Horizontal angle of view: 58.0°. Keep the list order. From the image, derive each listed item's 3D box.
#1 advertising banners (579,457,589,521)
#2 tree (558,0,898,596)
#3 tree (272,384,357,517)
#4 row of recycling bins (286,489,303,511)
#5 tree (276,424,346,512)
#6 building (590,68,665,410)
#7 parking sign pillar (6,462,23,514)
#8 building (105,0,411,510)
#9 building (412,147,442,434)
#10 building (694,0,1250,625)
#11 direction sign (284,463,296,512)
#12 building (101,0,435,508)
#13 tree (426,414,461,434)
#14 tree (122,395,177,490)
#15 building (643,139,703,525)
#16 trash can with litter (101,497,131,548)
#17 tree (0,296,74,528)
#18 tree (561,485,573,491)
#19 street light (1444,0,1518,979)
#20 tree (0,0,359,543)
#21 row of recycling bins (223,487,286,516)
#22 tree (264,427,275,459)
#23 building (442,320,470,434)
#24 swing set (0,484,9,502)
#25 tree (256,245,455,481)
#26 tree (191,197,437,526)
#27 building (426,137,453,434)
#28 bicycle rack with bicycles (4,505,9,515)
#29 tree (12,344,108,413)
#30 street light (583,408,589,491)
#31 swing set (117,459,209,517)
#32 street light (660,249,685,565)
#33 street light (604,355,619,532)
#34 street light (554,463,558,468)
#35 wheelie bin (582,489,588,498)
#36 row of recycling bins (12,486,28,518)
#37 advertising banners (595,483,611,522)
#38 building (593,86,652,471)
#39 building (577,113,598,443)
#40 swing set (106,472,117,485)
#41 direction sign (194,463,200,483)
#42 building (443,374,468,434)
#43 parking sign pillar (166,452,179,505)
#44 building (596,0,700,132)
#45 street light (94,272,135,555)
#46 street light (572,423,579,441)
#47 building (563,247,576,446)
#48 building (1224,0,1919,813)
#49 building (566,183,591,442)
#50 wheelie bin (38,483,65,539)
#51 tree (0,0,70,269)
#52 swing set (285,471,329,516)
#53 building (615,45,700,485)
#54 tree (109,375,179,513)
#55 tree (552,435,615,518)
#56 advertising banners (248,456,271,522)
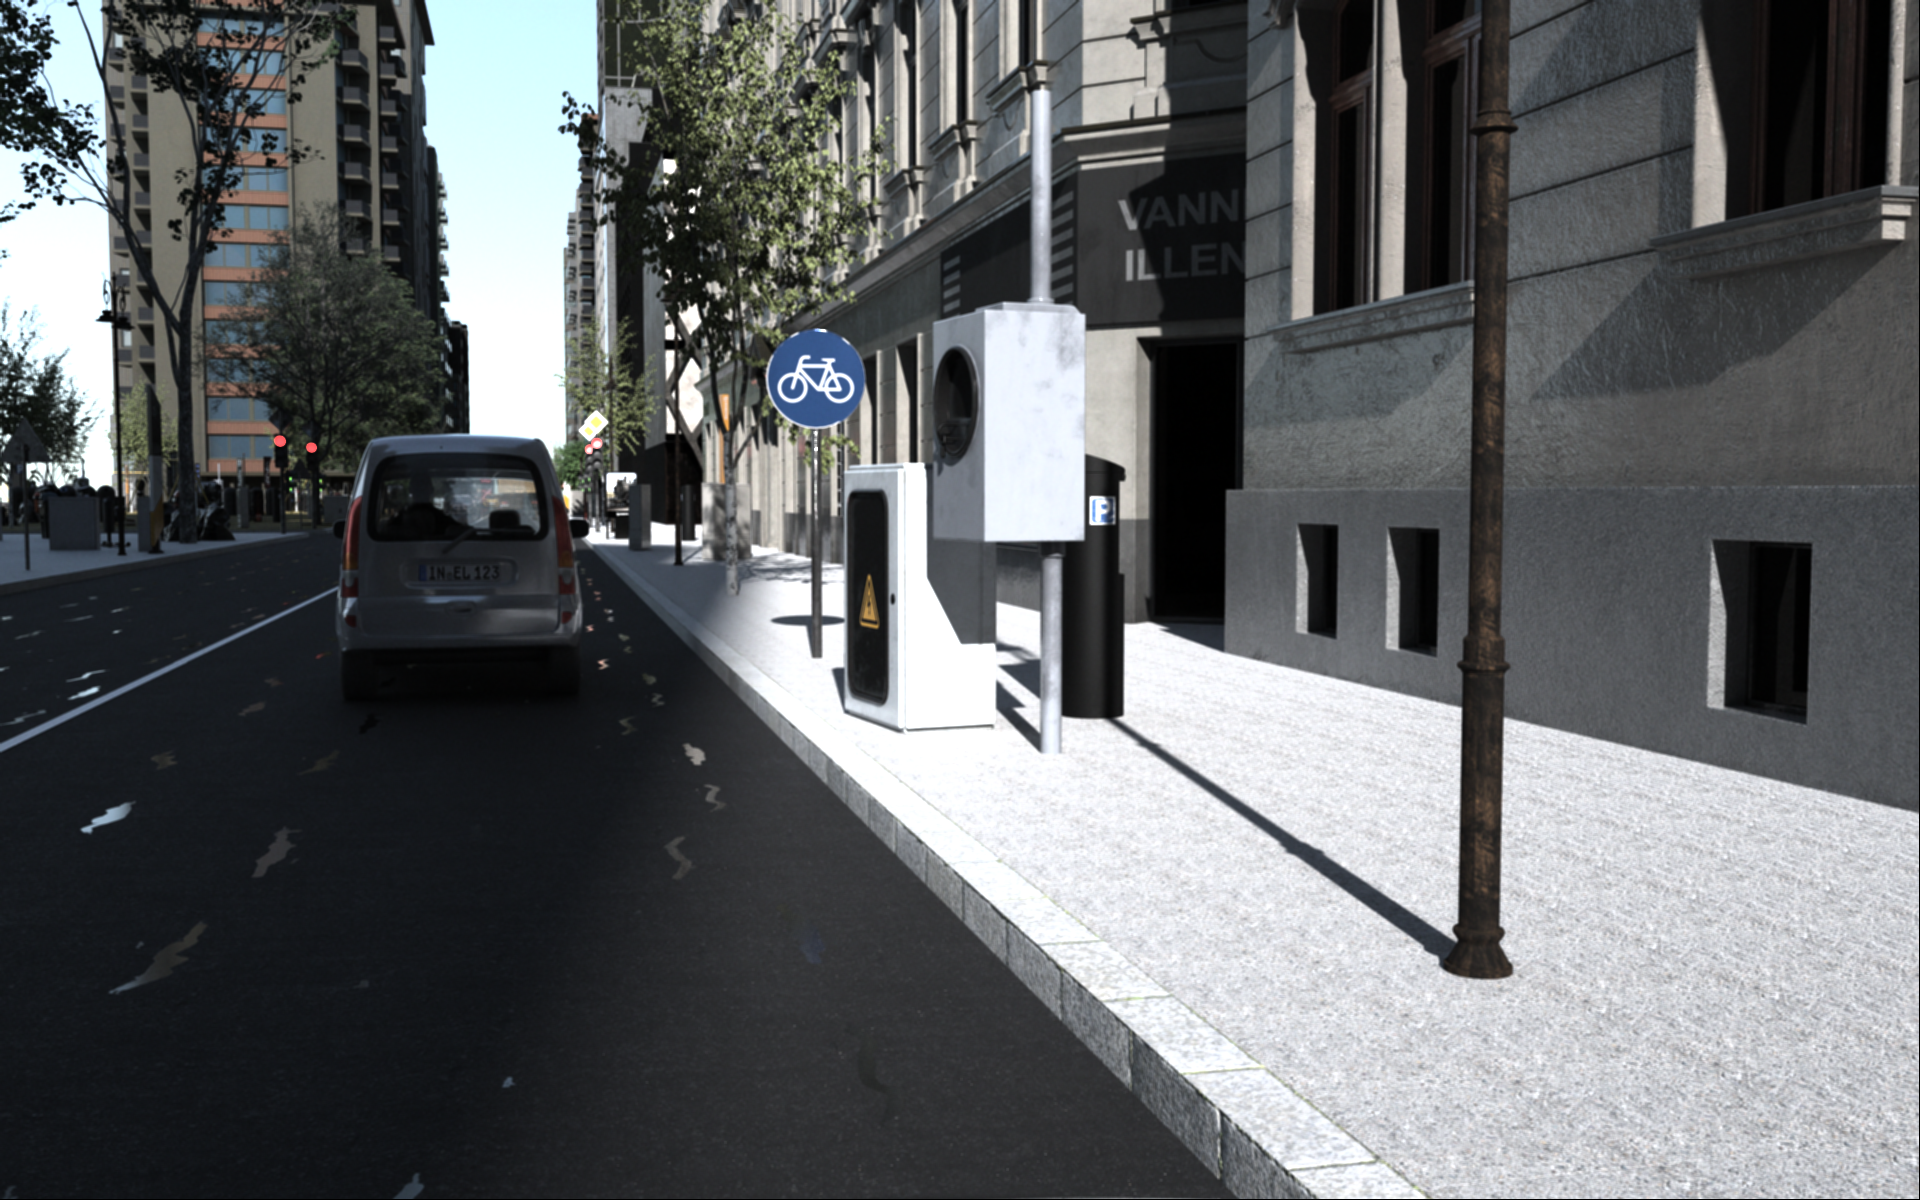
[{"bbox_3d":[-17.927,-5.301,82.853,0.090,3.025,2.074,0,4,2],"label":"advertising banners"},{"bbox_3d":[-2.842,-4.347,21.428,4.737,8.622,4.395,0,3,0],"label":"tree"},{"bbox_3d":[-36.386,-8.981,97.206,4.360,8.622,3.978,0,3,0],"label":"tree"},{"bbox_3d":[-50.754,-7.605,131.459,1.069,1.692,3.534,1,4,13],"label":"row of recycling bins"},{"bbox_3d":[-42.163,-10.004,113.925,4.737,8.622,4.395,0,3,0],"label":"tree"},{"bbox_3d":[-16.851,-28.304,154.647,32.217,40.220,23.993,-1,4,-14],"label":"building"},{"bbox_3d":[-58.711,-7.310,107.995,1.447,3.967,1.447,3,4,37],"label":"parking sign pillar"},{"bbox_3d":[-58.888,-30.147,147.522,22.147,44.769,28.867,-1,4,-14],"label":"building"},{"bbox_3d":[-66.715,-31.390,196.821,14.154,41.232,14.086,-1,4,-14],"label":"building"},{"bbox_3d":[4.317,-15.935,36.949,17.030,29.872,44.131,-1,4,-14],"label":"building"},{"bbox_3d":[-48.910,-8.214,126.299,0.876,3.537,0.379,-1,4,-9],"label":"direction sign"},{"bbox_3d":[-67.974,-35.768,174.038,28.713,52.752,27.495,-1,4,-14],"label":"building"},{"bbox_3d":[-46.157,-12.471,154.257,4.360,8.622,3.978,0,3,0],"label":"tree"},{"bbox_3d":[-59.973,-10.886,128.345,4.360,8.622,3.978,0,3,0],"label":"tree"},{"bbox_3d":[-5.385,-12.920,78.697,16.811,18.784,16.820,-1,4,-14],"label":"building"},{"bbox_3d":[-20.766,-1.895,42.049,1.678,1.210,2.233,-2,4,-29],"label":"trash can with litter"},{"bbox_3d":[-35.712,-7.032,65.339,4.737,8.622,4.395,0,3,0],"label":"tree"},{"bbox_3d":[-42.724,-11.927,189.614,1.663,3.219,1.824,0,3,0],"label":"tree"},{"bbox_3d":[1.395,-1.939,4.486,0.468,5.910,1.993,-1,4,-14],"label":"street light"},{"bbox_3d":[-21.505,-11.574,45.117,12.611,20.169,13.585,0,3,0],"label":"tree"},{"bbox_3d":[-42.417,-5.903,103.622,3.534,1.692,1.069,1,4,9],"label":"row of recycling bins"},{"bbox_3d":[-47.546,-10.612,123.875,4.737,8.622,4.395,0,3,0],"label":"tree"},{"bbox_3d":[-87.405,-31.219,282.129,14.160,30.474,14.107,-1,4,-14],"label":"building"},{"bbox_3d":[-64.686,-7.239,115.971,2.862,2.851,3.119,-1,4,-21],"label":"swing set"},{"bbox_3d":[-30.530,-11.058,87.451,9.857,13.997,8.962,0,3,0],"label":"tree"},{"bbox_3d":[-26.319,-9.820,70.921,12.009,13.543,11.850,0,3,0],"label":"tree"},{"bbox_3d":[-79.797,-37.384,230.833,23.786,49.044,30.456,-1,4,-14],"label":"building"},{"bbox_3d":[-57.019,-5.650,105.756,2.925,0.926,2.852,0,4,-8],"label":"bicycle rack with bicycles"},{"bbox_3d":[-44.724,-8.265,85.493,4.360,8.622,3.978,0,3,0],"label":"tree"},{"bbox_3d":[-18.217,-6.863,85.000,0.468,5.910,1.993,-1,4,-14],"label":"street light"},{"bbox_3d":[-35.536,-4.914,77.963,3.119,2.851,2.862,2,4,32],"label":"swing set"},{"bbox_3d":[-5.085,-3.567,31.114,0.468,5.910,1.993,-1,4,-14],"label":"street light"},{"bbox_3d":[-11.624,-5.199,57.790,0.468,5.910,1.993,-1,4,-14],"label":"street light"},{"bbox_3d":[-49.545,-14.694,213.038,0.468,5.910,1.993,-1,4,-14],"label":"street light"},{"bbox_3d":[-22.987,-5.981,105.701,0.693,1.594,0.980,1,4,20],"label":"wheelie bin"},{"bbox_3d":[-50.479,-5.317,94.046,1.069,1.692,3.534,0,4,-7],"label":"row of recycling bins"},{"bbox_3d":[-16.297,-5.060,78.912,0.090,3.025,2.074,1,4,10],"label":"advertising banners"},{"bbox_3d":[-17.040,-17.965,111.742,12.078,24.808,19.932,-1,4,-14],"label":"building"},{"bbox_3d":[-32.413,-33.323,199.451,22.147,44.769,28.867,-1,4,-14],"label":"building"},{"bbox_3d":[-59.187,-7.710,123.670,3.119,2.851,2.862,-2,4,-27],"label":"swing set"},{"bbox_3d":[-56.407,-8.295,127.616,0.876,3.537,0.379,1,4,9],"label":"direction sign"},{"bbox_3d":[-88.791,-25.378,259.974,27.650,21.520,28.899,-1,4,-14],"label":"building"},{"bbox_3d":[-50.840,-7.581,112.420,1.447,3.967,1.447,1,4,17],"label":"parking sign pillar"},{"bbox_3d":[-27.877,-45.020,174.332,20.563,71.187,20.611,-1,4,-14],"label":"building"},{"bbox_3d":[-17.592,-3.877,36.184,0.468,5.910,1.993,-1,4,-14],"label":"street light"},{"bbox_3d":[-24.702,-8.473,111.317,0.468,5.910,1.993,-1,4,-14],"label":"street light"},{"bbox_3d":[-58.724,-37.012,288.744,14.154,41.232,14.086,-1,4,-14],"label":"building"},{"bbox_3d":[10.808,-13.236,3.801,14.401,28.519,23.554,-1,4,-14],"label":"building"},{"bbox_3d":[-49.062,-39.628,267.530,23.786,49.044,30.456,-1,4,-14],"label":"building"},{"bbox_3d":[-26.275,-2.583,50.135,0.693,1.594,0.980,-3,5,-41],"label":"wheelie bin"},{"bbox_3d":[-15.532,-5.929,22.698,9.928,11.665,9.643,0,3,0],"label":"tree"},{"bbox_3d":[-38.375,-6.392,102.133,2.862,2.851,3.119,0,4,-8],"label":"swing set"},{"bbox_3d":[-12.148,-16.203,94.604,12.332,23.373,15.834,-1,4,-14],"label":"building"},{"bbox_3d":[-50.561,-9.673,108.514,4.737,8.622,4.395,0,3,0],"label":"tree"},{"bbox_3d":[-20.202,-6.681,92.944,4.285,4.588,4.351,0,3,0],"label":"tree"},{"bbox_3d":[-32.496,-5.128,80.031,0.090,3.025,2.074,1,4,18],"label":"advertising banners"}]
